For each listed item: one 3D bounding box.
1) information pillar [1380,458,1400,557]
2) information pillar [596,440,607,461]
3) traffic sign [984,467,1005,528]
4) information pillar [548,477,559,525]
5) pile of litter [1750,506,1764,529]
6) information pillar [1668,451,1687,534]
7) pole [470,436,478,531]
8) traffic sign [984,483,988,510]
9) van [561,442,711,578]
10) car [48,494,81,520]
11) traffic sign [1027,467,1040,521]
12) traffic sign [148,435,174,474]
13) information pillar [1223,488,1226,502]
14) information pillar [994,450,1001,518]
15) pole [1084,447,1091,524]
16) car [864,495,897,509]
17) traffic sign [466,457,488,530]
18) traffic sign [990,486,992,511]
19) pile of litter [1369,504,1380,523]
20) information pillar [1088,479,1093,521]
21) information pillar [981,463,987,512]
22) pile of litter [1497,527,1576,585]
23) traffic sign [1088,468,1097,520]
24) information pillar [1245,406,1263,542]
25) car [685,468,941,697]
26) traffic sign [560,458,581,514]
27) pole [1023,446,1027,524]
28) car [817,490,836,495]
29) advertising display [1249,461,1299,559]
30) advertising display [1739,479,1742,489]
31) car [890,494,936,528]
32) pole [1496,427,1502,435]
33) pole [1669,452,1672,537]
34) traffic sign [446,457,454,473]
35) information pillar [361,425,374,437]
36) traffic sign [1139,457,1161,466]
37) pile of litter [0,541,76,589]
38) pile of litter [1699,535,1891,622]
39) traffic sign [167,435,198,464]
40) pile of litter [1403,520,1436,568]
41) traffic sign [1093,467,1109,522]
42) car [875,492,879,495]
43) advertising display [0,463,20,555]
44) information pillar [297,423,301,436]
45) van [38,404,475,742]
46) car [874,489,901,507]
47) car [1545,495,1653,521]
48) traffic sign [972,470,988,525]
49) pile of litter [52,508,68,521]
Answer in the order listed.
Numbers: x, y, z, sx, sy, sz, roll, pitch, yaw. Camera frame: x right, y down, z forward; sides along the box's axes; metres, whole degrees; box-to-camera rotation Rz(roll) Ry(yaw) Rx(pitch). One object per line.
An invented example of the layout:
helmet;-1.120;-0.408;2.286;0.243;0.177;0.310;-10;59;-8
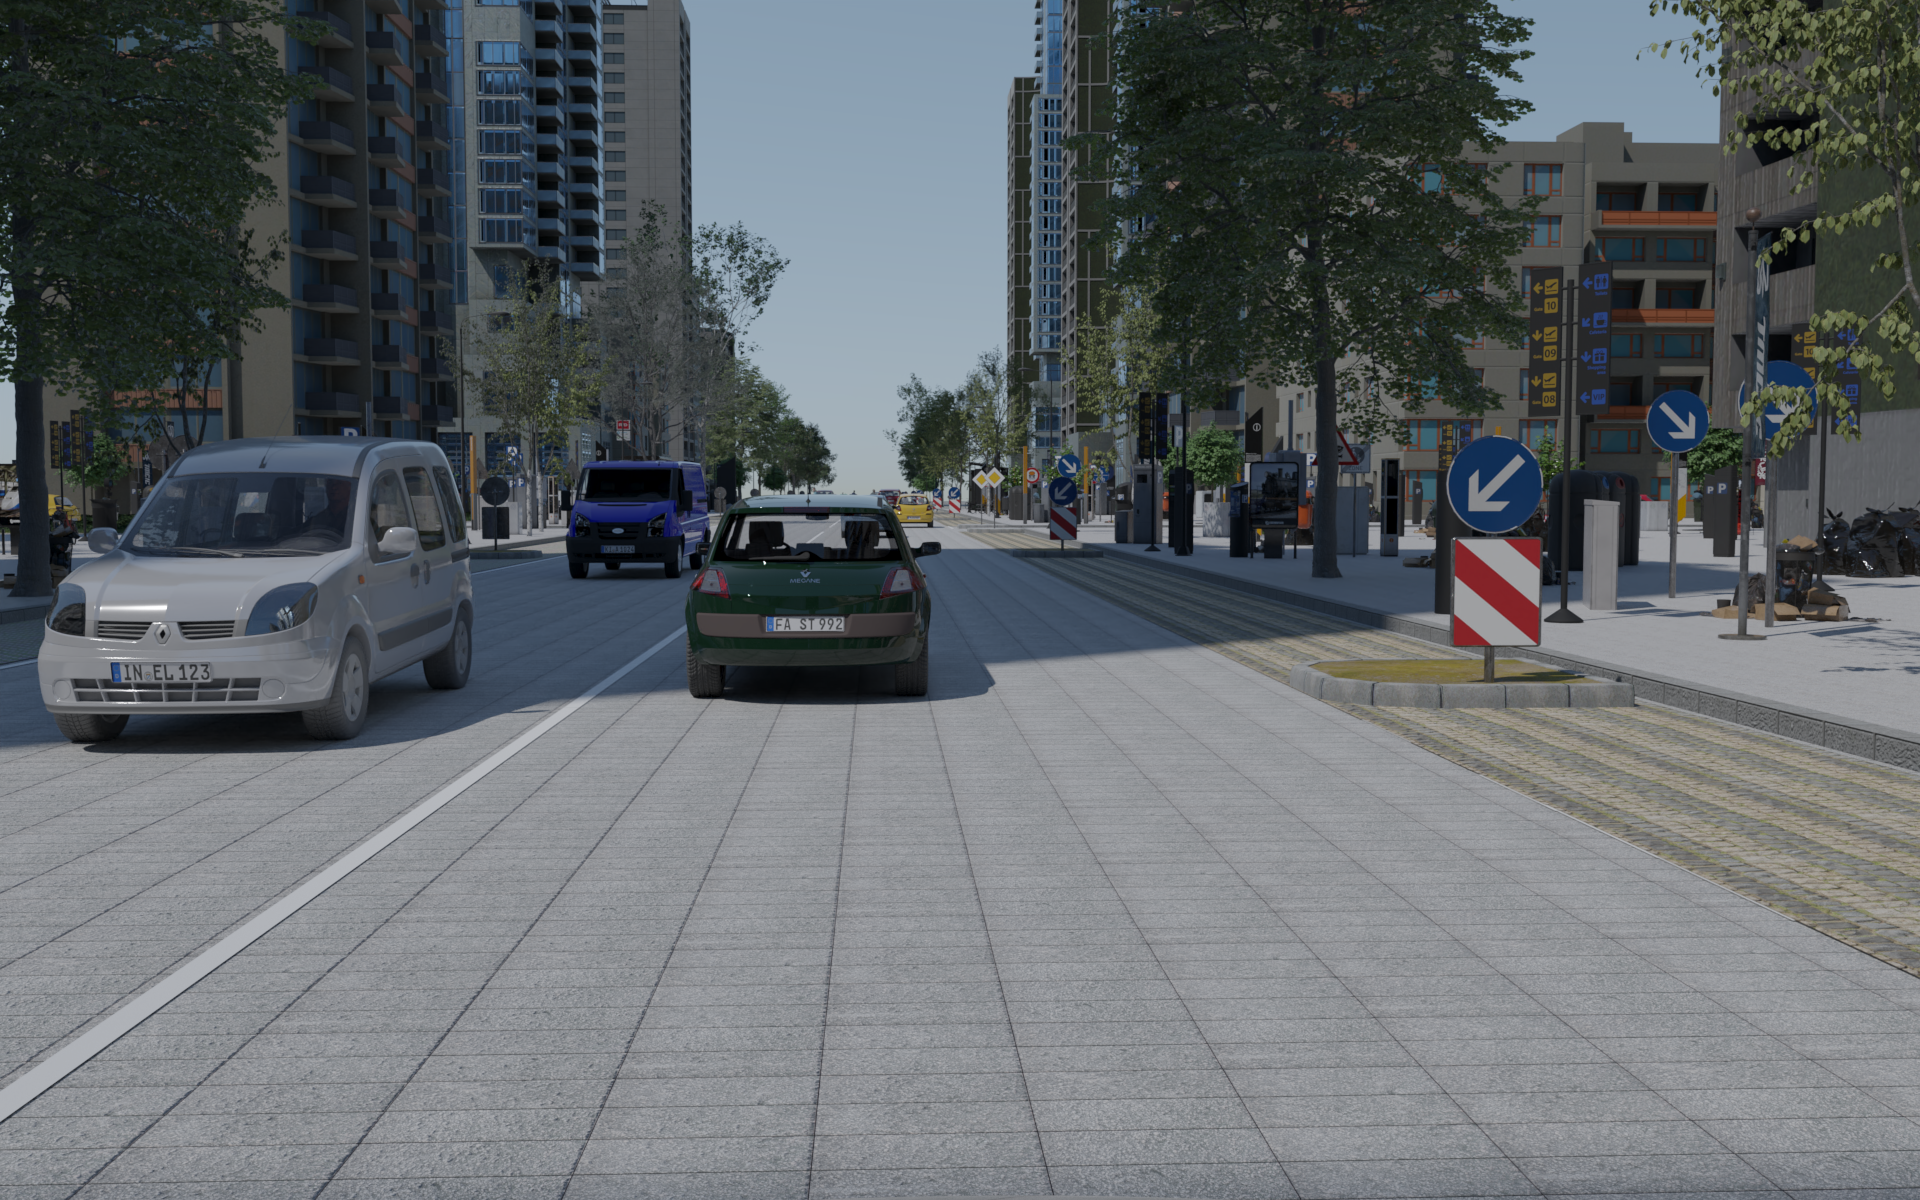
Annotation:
information pillar;8.825;-1.900;35.562;0.304;2.012;0.304;0;4;-4
information pillar;-15.556;-5.122;75.098;0.504;3.616;0.183;1;4;9
traffic sign;1.283;-3.723;64.515;0.795;2.450;0.064;0;4;-3
information pillar;-17.112;-4.185;72.911;0.304;2.012;0.304;2;4;30
pile of litter;29.718;-3.109;64.796;1.719;0.858;1.176;2;4;31
information pillar;22.970;-3.916;55.380;0.504;3.616;0.183;0;4;3
pole;-17.021;-4.085;60.626;0.158;3.312;0.155;0;3;0
traffic sign;1.802;-7.595;124.185;0.884;2.594;0.081;0;4;5
van;-5.746;-1.642;31.232;2.240;2.365;5.245;0;4;-2
car;-36.133;-3.458;66.757;3.980;1.641;2.015;0;4;-2
traffic sign;3.411;-5.023;82.225;0.768;2.556;0.104;0;4;-1
traffic sign;-17.145;-2.278;37.355;0.768;2.556;0.104;0;4;7
information pillar;12.889;-5.690;84.380;0.183;3.616;0.504;1;4;11
information pillar;1.998;-6.210;92.894;0.183;3.616;0.504;3;4;38
pole;5.431;-4.935;74.533;0.158;3.312;0.155;0;3;0
car;-3.089;-2.799;57.760;2.014;1.417;4.499;0;4;-3
traffic sign;-17.059;-3.756;61.410;0.884;2.594;0.081;0;4;2
traffic sign;2.215;-7.614;124.591;0.768;2.556;0.104;0;4;-1
pile of litter;18.747;-3.946;78.479;1.176;0.858;1.719;-1;4;-19
information pillar;6.066;-4.696;81.264;0.304;2.012;0.304;0;4;7
information pillar;1.786;-8.238;126.048;0.504;3.616;0.183;-2;4;-32
pile of litter;7.870;-0.660;24.764;1.719;0.858;1.176;2;4;31
traffic sign;6.477;-5.155;84.383;0.768;2.556;0.104;0;4;-2
information pillar;7.891;-3.369;46.441;0.504;3.616;0.183;2;4;30
car;-1.132;-0.236;13.644;2.009;1.686;4.222;0;4;-3
traffic sign;-14.071;-3.842;62.825;0.884;2.594;0.081;0;4;-2
pole;2.783;-4.898;73.930;0.158;3.312;0.155;0;3;0
car;-12.618;-9.338;161.349;2.281;1.827;5.304;0;4;-1
advertising display;6.236;-1.786;34.419;0.974;1.923;0.123;1;4;12
advertising display;34.183;-4.348;76.295;0.123;1.923;0.974;0;4;-8
car;-2.018;-3.942;74.677;2.015;1.641;3.980;0;4;-2
pole;16.269;-3.582;52.409;0.158;3.312;0.155;0;3;0
pole;21.418;-3.554;51.943;0.158;3.312;0.155;0;3;0
traffic sign;-17.417;-3.558;58.284;0.768;2.556;0.104;0;4;6
information pillar;-20.263;-4.158;59.345;0.504;3.616;0.183;-3;5;-42
traffic sign;6.253;-3.489;57.150;0.768;2.556;0.104;0;4;5
pile of litter;-12.596;-0.603;23.827;1.719;0.858;1.176;2;4;32
pile of litter;8.584;-0.234;17.791;1.719;0.858;1.176;3;5;43
traffic sign;-16.618;-2.266;37.155;0.768;2.556;0.104;0;4;-1
pile of litter;8.335;-0.997;30.261;1.176;0.858;1.719;0;4;8
traffic sign;6.506;-4.902;80.249;0.768;2.556;0.104;0;4;3
car;-14.345;-17.681;297.759;2.281;1.827;5.304;0;4;-3
advertising display;-19.801;-1.907;36.400;0.974;1.923;0.123;1;4;19
information pillar;-21.825;-4.031;57.268;0.183;3.616;0.504;-2;4;-26
van;-4.415;-0.266;11.364;2.013;2.044;4.112;0;4;-3
car;-4.895;-6.880;121.169;2.281;1.827;5.304;0;4;-2
car;25.630;-3.677;69.163;4.494;1.783;2.155;0;4;-4
traffic sign;0.903;-4.211;72.491;0.795;2.450;0.064;0;4;-3
pile of litter;-26.878;-2.281;51.253;1.176;0.858;1.719;2;4;28
